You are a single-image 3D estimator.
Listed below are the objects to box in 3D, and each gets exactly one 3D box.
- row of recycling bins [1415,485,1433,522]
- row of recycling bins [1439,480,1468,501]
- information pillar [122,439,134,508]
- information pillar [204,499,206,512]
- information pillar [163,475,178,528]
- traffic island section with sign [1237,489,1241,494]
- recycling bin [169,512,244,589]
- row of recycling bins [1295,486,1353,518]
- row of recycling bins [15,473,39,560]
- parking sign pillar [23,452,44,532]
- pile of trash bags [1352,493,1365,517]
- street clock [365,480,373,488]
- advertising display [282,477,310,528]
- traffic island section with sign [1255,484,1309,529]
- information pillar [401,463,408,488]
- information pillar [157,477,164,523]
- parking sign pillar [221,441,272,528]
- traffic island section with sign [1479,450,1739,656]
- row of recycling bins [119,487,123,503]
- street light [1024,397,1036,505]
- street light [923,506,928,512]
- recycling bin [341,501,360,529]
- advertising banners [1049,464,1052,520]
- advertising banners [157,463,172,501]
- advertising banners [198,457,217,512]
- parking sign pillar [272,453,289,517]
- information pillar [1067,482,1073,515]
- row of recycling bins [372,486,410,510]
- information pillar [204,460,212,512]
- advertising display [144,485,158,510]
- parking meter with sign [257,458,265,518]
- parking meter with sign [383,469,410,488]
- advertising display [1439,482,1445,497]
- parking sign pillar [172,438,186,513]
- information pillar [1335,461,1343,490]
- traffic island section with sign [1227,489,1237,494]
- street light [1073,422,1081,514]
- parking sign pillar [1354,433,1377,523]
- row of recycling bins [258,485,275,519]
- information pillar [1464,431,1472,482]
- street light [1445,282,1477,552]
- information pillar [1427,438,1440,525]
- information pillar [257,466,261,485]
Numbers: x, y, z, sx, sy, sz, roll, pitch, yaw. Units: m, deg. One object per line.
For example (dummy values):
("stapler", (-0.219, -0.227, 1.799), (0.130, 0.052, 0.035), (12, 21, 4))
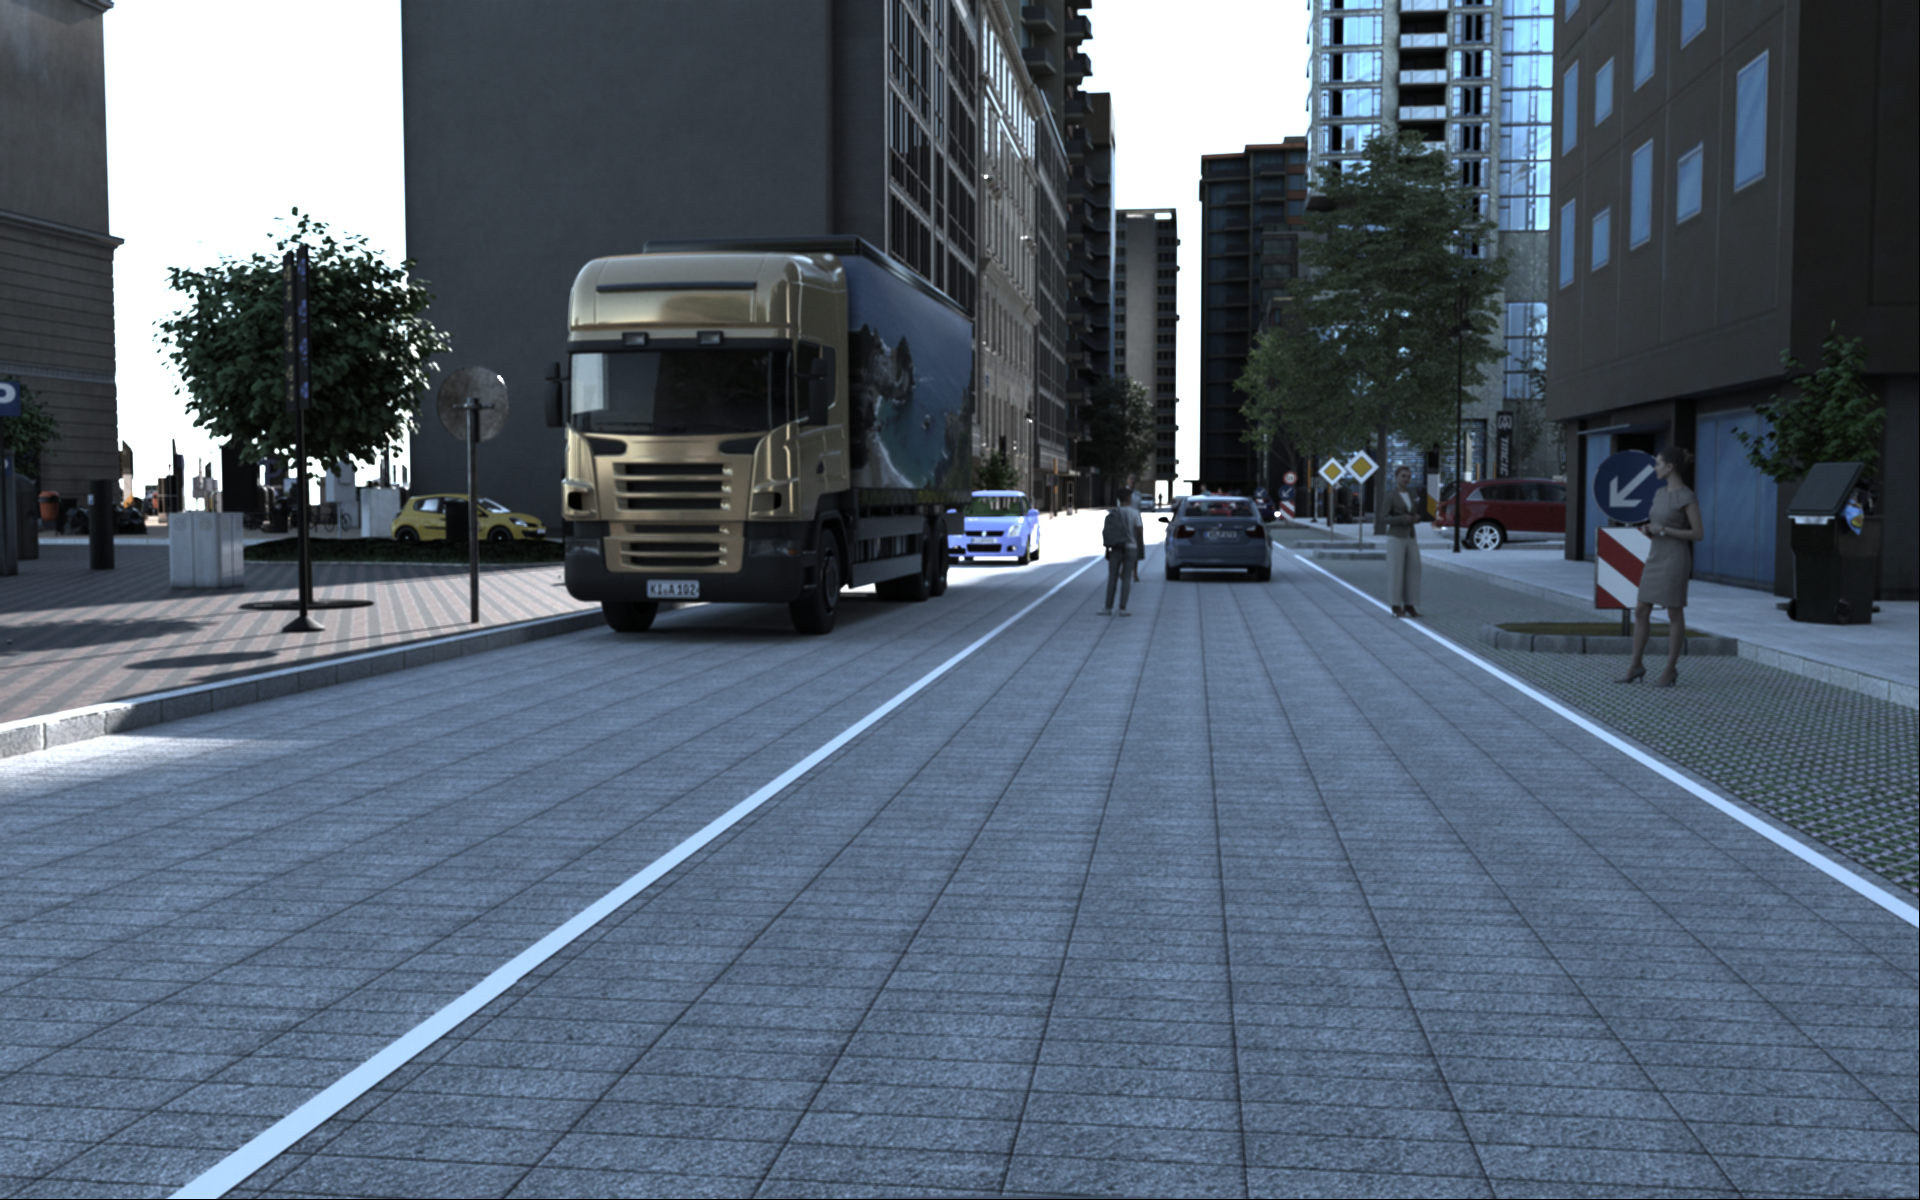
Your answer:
("row of recycling bins", (21.749, -4.496, 80.624), (1.069, 1.692, 3.534), (0, 4, 6))
("row of recycling bins", (15.794, -2.645, 50.351), (3.534, 1.692, 1.069), (-1, 4, -13))
("information pillar", (-35.314, -5.023, 73.475), (0.504, 3.616, 0.183), (1, 4, 19))
("information pillar", (-52.361, -7.083, 120.299), (0.304, 2.012, 0.304), (-2, 4, -30))
("information pillar", (-29.984, -3.757, 65.925), (0.304, 2.012, 0.304), (3, 4, 38))
("traffic island section with sign", (16.941, -5.490, 98.384), (1.989, 1.847, 2.006), (0, 4, 8))
("recycling bin", (-10.361, -0.690, 23.830), (0.722, 1.027, 0.722), (0, 4, 4))
("row of recycling bins", (19.749, -5.327, 94.214), (3.534, 1.692, 1.069), (-2, 4, -24))
("row of recycling bins", (-19.669, -1.689, 34.725), (3.534, 1.692, 1.069), (3, 4, 37))
("parking sign pillar", (-31.489, -4.246, 57.890), (1.447, 3.967, 1.447), (-2, 4, -33))
("pile of trash bags", (22.875, -5.397, 97.992), (1.912, 1.369, 3.447), (-1, 4, -11))
("street clock", (-30.250, -5.143, 88.651), (0.358, 2.002, 0.471), (-3, 5, -39))
("advertising display", (-25.273, -3.716, 65.970), (0.974, 1.923, 0.123), (-1, 4, -9))
("traffic island section with sign", (13.379, -3.855, 71.664), (1.989, 1.847, 2.006), (0, 4, 8))
("information pillar", (-41.391, -8.425, 129.107), (0.504, 3.616, 0.183), (1, 4, 9))
("information pillar", (-34.901, -4.363, 75.825), (0.304, 2.012, 0.304), (1, 4, 11))
("parking sign pillar", (-27.555, -4.756, 66.225), (1.447, 3.967, 1.447), (1, 4, 13))
("traffic island section with sign", (5.998, -0.469, 16.292), (1.989, 1.847, 2.006), (0, 4, 8))
("row of recycling bins", (-39.478, -4.459, 80.013), (1.069, 1.692, 3.534), (0, 4, -8))
("street light", (3.265, -6.614, 80.934), (0.468, 5.910, 1.993), (0, 4, 8))
("street light", (-0.978, -4.634, 48.560), (0.468, 5.910, 1.993), (0, 4, 8))
("recycling bin", (-22.850, -3.197, 64.818), (0.722, 1.027, 0.722), (-1, 4, -17))
("advertising banners", (4.440, -5.436, 85.060), (0.090, 3.025, 2.074), (0, 4, 5))
("advertising banners", (-44.915, -6.219, 97.873), (0.090, 3.025, 2.074), (0, 4, -3))
("advertising banners", (-35.033, -5.165, 80.629), (0.090, 3.025, 2.074), (-3, 5, -43))
("parking sign pillar", (-38.175, -6.624, 96.781), (1.447, 3.967, 1.447), (0, 4, 7))
("information pillar", (6.589, -6.091, 104.080), (0.304, 2.012, 0.304), (-1, 4, -13))
("row of recycling bins", (-30.081, -5.207, 92.244), (3.534, 1.692, 1.069), (2, 4, 26))
("information pillar", (-51.539, -7.797, 118.835), (0.504, 3.616, 0.183), (0, 4, -2))
("advertising display", (-54.800, -6.864, 117.434), (0.974, 1.923, 0.123), (0, 4, 8))
("parking meter with sign", (-30.232, -4.715, 73.358), (1.738, 3.016, 0.543), (2, 4, 27))
("parking meter with sign", (-38.470, -7.434, 117.802), (1.738, 3.016, 0.543), (1, 4, 18))
("advertising display", (26.280, -5.537, 95.742), (0.974, 1.923, 0.123), (1, 4, 15))
("parking sign pillar", (-37.829, -5.836, 83.887), (1.447, 3.967, 1.447), (-1, 4, -18))
("information pillar", (25.327, -7.615, 115.861), (0.504, 3.616, 0.183), (3, 4, 36))
("traffic island section with sign", (27.107, -10.153, 174.624), (1.989, 1.847, 2.006), (0, 4, 8))
("street light", (7.512, -8.506, 111.856), (0.468, 5.910, 1.993), (0, 4, 8))
("parking sign pillar", (18.114, -5.381, 76.448), (1.447, 3.967, 1.447), (1, 4, 11))
("row of recycling bins", (-33.152, -4.527, 81.134), (1.069, 1.692, 3.534), (0, 4, 5))
("information pillar", (18.942, -4.483, 64.656), (0.183, 3.616, 0.504), (3, 5, 44))
("street light", (10.947, -3.988, 37.990), (0.468, 5.910, 1.993), (0, 4, 8))
("information pillar", (19.505, -4.889, 71.295), (0.504, 3.616, 0.183), (2, 4, 33))
("information pillar", (-36.459, -6.031, 89.964), (0.183, 3.616, 0.504), (0, 4, 5))
